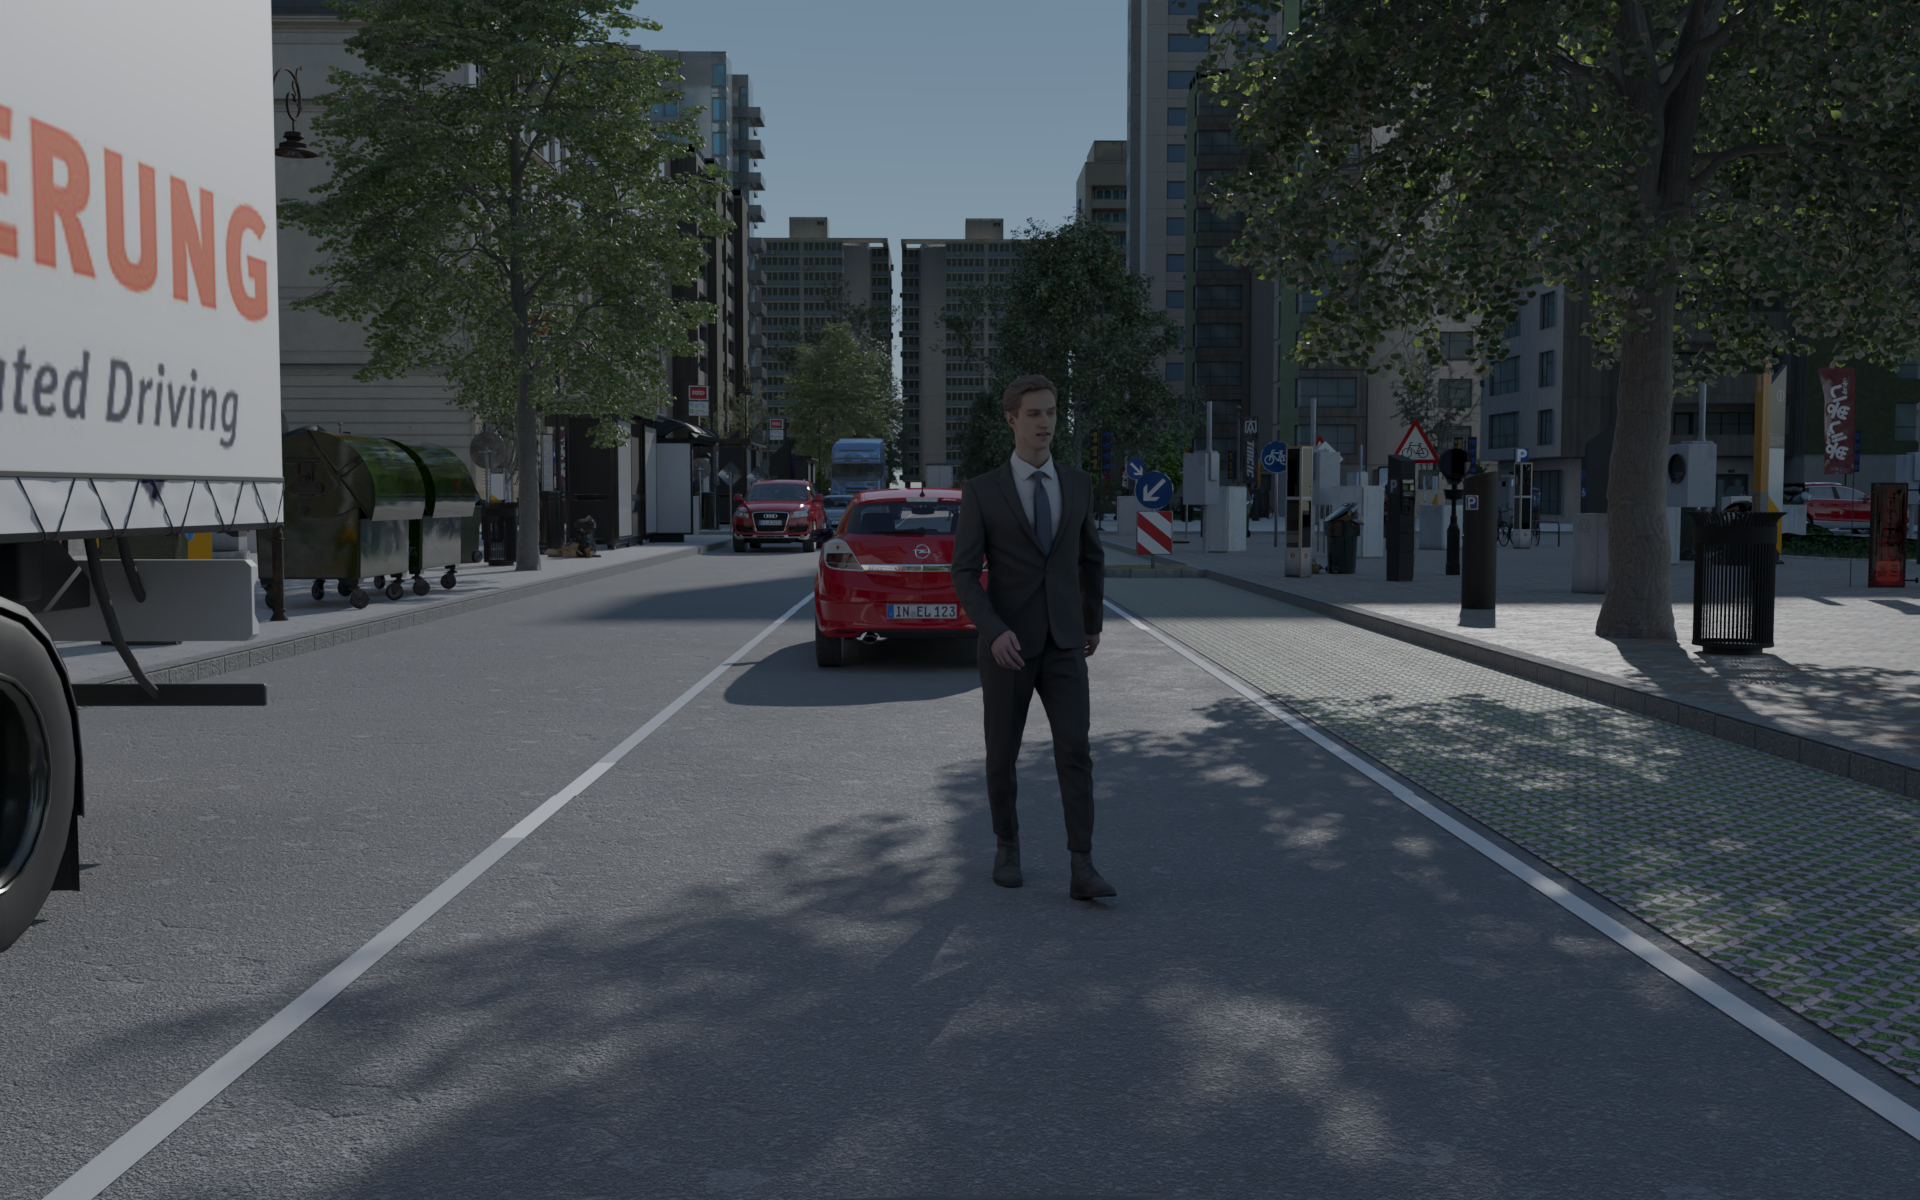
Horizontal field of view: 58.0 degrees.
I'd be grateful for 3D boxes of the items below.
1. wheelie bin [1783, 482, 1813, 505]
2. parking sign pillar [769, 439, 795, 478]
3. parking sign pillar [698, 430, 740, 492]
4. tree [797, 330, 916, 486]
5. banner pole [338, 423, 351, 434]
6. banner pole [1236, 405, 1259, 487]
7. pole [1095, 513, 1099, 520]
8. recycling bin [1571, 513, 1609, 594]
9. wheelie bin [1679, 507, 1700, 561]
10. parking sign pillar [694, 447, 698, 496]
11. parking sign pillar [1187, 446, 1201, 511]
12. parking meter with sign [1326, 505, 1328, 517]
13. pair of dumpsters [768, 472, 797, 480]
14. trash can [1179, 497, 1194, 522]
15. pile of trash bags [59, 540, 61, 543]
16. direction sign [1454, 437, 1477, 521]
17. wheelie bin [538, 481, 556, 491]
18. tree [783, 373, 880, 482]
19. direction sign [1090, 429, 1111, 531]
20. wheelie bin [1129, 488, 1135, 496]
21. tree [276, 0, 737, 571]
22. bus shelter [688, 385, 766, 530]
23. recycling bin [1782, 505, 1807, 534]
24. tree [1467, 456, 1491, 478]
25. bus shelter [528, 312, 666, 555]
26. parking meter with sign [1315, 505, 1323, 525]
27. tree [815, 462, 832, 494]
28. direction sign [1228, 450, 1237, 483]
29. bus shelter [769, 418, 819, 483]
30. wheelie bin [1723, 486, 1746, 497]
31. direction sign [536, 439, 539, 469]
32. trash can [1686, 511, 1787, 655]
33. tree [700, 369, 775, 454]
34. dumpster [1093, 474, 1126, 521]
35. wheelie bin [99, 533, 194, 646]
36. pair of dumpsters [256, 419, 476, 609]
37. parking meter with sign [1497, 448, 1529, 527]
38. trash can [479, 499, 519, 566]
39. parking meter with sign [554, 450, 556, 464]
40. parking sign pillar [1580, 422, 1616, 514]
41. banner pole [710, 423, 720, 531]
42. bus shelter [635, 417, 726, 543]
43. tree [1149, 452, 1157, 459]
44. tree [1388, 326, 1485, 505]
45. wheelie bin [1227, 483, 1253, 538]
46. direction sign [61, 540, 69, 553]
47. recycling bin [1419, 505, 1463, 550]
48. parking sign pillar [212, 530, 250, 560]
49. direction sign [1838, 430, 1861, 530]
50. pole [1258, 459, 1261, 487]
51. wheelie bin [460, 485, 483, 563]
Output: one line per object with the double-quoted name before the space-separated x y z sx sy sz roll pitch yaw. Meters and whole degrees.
"wheelie bin" 21.803 -2.293 45.393 0.980 1.594 0.693 2 4 26
"parking sign pillar" -8.806 -5.952 85.793 1.447 3.967 1.447 2 4 34
"parking sign pillar" -9.920 -5.156 72.771 1.447 3.967 1.447 -2 4 -35
"tree" -8.985 -14.032 136.072 9.857 13.997 8.962 0 3 0
"banner pole" -21.628 -4.336 60.910 0.401 3.779 0.863 1 4 14
"banner pole" 8.057 -3.602 48.906 0.863 3.779 0.401 3 4 37
"pole" 6.731 -5.584 85.134 0.158 3.312 0.155 0 3 0
"recycling bin" 8.443 -0.609 22.516 0.722 1.027 0.722 3 5 44
"wheelie bin" 14.001 -1.571 33.586 0.693 1.594 0.980 2 4 34
"parking sign pillar" -14.477 -6.747 98.782 1.447 3.967 1.447 0 4 -7
"parking sign pillar" 12.458 -6.288 91.288 1.447 3.967 1.447 -1 4 -11
"parking meter with sign" 19.053 -5.795 91.008 0.543 3.016 1.738 0 4 -4
"pair of dumpsters" -7.820 -4.517 76.340 1.574 2.255 4.437 0 4 -1
"trash can" 10.391 -4.135 79.257 0.748 1.137 0.748 0 3 0
"pile of trash bags" -11.773 -0.693 21.078 1.912 1.369 3.447 0 4 -6
"direction sign" 19.943 -4.677 68.464 0.876 3.537 0.379 1 4 8
"wheelie bin" -10.442 -2.170 43.385 0.693 1.594 0.980 0 4 1
"tree" -9.060 -11.565 123.505 7.601 10.594 8.767 -2 4 -35
"direction sign" 4.879 -4.178 60.312 0.876 3.537 0.379 3 5 41
"wheelie bin" 9.264 -5.167 92.388 0.980 1.594 0.693 2 4 34
"tree" -7.628 -6.786 29.071 7.486 12.596 7.792 0 3 0
"bus shelter" -8.948 -5.436 66.514 2.179 5.291 8.768 0 4 -1
"recycling bin" 19.398 -1.728 40.809 0.722 1.027 0.722 -1 4 -13
"tree" 25.722 -5.599 86.148 1.663 3.219 1.824 0 3 0
"bus shelter" -8.711 -3.870 40.914 2.179 5.291 8.768 0 4 -1
"parking meter with sign" 14.627 -4.678 72.738 0.543 3.016 1.738 -1 4 -11
"tree" -8.338 -6.735 104.726 1.663 3.219 1.824 0 3 0
"direction sign" 14.214 -6.003 90.149 0.876 3.537 0.379 -3 5 -43
"bus shelter" -9.071 -7.161 94.714 2.179 5.291 8.768 0 4 -1
"wheelie bin" 30.018 -3.620 67.097 0.693 1.594 0.980 -2 4 -33
"direction sign" -17.644 -4.905 72.197 0.379 3.537 0.876 -1 4 -22
"trash can" 6.244 -0.141 13.967 0.748 1.137 0.748 0 3 0
"tree" -13.058 -9.241 101.456 4.360 8.622 3.978 0 3 0
"dumpster" 7.155 -4.959 83.578 1.502 2.255 1.985 0 4 -1
"wheelie bin" -7.027 -0.425 14.863 0.980 1.594 0.693 -1 4 -14
"pair of dumpsters" -7.260 -1.146 21.228 1.574 2.255 4.437 0 4 -1
"parking meter with sign" 21.238 -4.319 66.873 0.543 3.016 1.738 -1 4 -11
"trash can" -8.248 -1.189 31.099 0.748 1.137 0.748 0 3 0
"parking meter with sign" -16.623 -4.420 68.520 0.543 3.016 1.738 -3 5 -42
"parking sign pillar" 22.893 -4.489 61.869 1.447 3.967 1.447 -1 4 -9
"banner pole" -8.541 -4.322 60.685 0.401 3.779 0.863 -1 4 -23
"bus shelter" -7.879 -3.327 48.328 2.014 3.302 5.546 0 4 -1
"tree" 12.509 -7.818 111.534 4.285 4.588 4.351 0 3 0
"tree" 20.369 -7.638 75.249 4.360 8.622 3.978 0 3 0
"wheelie bin" 8.134 -2.641 51.095 0.980 1.594 0.693 -1 4 -22
"direction sign" -9.674 -1.630 18.655 0.876 3.537 0.379 -1 4 -11
"recycling bin" 11.138 -1.685 40.111 0.722 1.027 0.722 -2 4 -35
"parking sign pillar" -14.544 -2.751 33.454 1.447 3.967 1.447 0 4 -1
"direction sign" 31.539 -4.262 61.684 0.876 3.537 0.379 1 4 13
"pole" 17.278 -6.489 99.944 0.158 3.312 0.155 0 3 0
"wheelie bin" -9.321 -1.489 32.255 0.980 1.594 0.693 2 4 28
